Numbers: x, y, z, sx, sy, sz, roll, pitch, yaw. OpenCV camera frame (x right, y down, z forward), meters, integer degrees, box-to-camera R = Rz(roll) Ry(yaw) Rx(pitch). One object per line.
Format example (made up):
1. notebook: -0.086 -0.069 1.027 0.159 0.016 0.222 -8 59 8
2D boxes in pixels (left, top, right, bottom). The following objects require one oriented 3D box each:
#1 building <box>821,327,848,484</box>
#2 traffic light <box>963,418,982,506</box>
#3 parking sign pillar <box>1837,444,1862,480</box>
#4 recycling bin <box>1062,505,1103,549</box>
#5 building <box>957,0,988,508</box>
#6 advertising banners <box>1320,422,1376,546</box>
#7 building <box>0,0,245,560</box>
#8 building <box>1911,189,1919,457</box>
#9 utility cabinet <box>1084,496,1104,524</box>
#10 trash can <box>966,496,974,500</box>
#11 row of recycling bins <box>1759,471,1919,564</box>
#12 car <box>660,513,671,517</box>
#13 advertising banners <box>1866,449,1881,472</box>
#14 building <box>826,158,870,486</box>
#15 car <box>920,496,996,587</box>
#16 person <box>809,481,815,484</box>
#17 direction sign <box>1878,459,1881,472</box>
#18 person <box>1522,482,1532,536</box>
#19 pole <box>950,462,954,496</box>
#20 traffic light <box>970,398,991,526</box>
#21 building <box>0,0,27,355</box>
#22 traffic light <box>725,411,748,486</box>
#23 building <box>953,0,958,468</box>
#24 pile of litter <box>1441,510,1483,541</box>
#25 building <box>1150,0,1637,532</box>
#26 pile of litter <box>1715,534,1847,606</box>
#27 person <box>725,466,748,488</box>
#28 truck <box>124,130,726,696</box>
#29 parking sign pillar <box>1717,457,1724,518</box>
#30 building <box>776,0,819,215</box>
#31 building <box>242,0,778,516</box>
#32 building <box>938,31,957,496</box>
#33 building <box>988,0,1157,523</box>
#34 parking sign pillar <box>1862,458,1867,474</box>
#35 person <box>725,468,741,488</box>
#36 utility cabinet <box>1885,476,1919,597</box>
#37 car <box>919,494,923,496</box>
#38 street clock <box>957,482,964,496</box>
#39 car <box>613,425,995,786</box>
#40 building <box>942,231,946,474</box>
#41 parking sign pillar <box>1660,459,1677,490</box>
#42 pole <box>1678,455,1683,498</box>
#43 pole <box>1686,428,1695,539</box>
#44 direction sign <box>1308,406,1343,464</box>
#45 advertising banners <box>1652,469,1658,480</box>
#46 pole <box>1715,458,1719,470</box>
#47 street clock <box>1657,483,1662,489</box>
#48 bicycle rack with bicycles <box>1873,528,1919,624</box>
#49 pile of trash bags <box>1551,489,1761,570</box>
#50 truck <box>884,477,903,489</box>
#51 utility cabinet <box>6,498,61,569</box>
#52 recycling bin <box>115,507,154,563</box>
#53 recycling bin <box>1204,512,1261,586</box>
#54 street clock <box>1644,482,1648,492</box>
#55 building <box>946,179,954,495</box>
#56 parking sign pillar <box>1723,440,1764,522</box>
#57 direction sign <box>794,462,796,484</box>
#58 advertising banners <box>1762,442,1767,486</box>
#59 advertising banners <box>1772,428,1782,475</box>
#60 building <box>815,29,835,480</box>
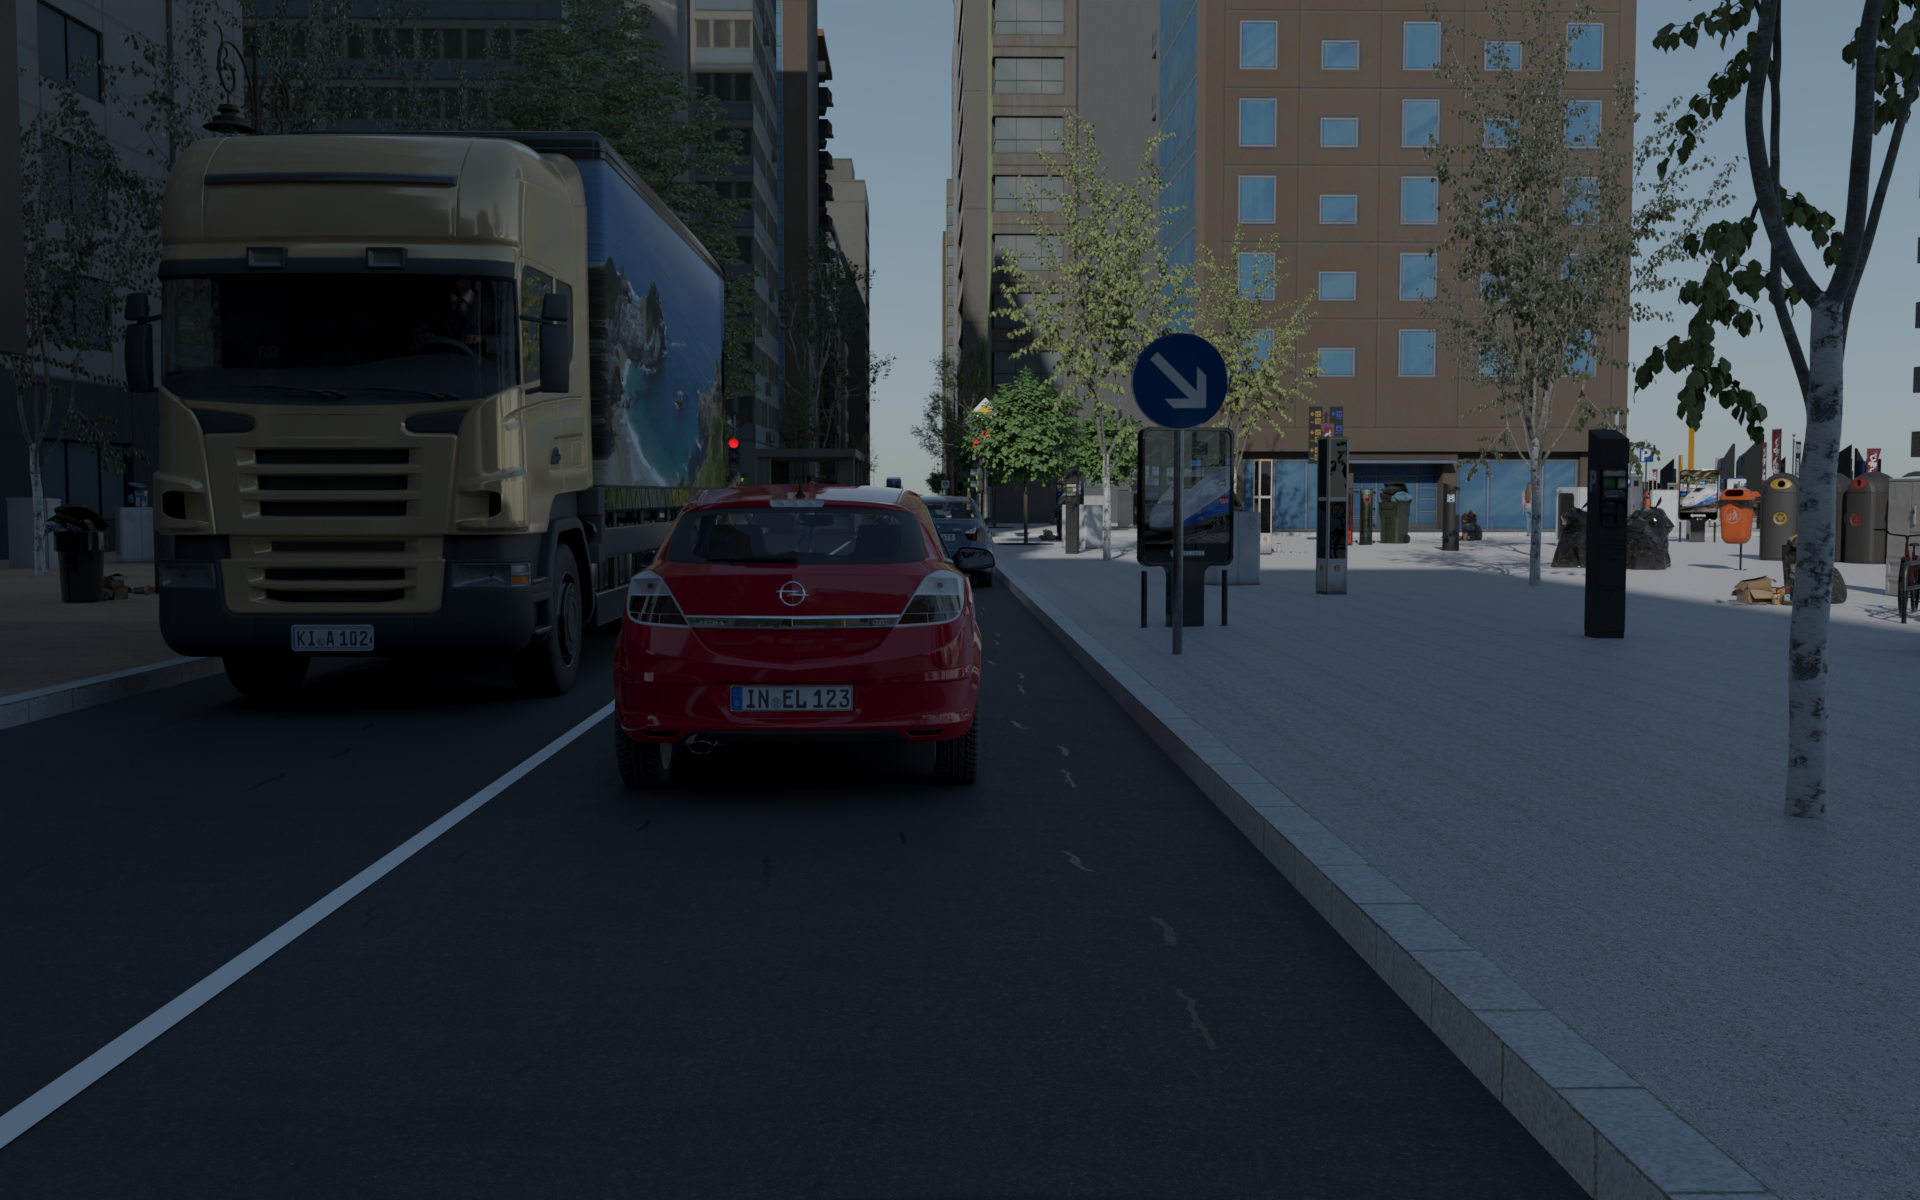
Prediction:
1. building: -26.725 -21.149 190.825 27.650 21.520 28.899 0 4 -1
2. traffic light: 0.531 -4.261 58.595 0.839 4.253 0.868 0 4 -1
3. parking sign pillar: 47.794 -6.464 94.159 1.447 3.967 1.447 -3 5 -42
4. recycling bin: 2.887 -1.730 40.843 0.722 1.027 0.722 3 5 40
5. building: 10.657 -32.065 147.957 21.300 48.544 21.600 0 4 -1
6. advertising banners: 9.600 -2.858 42.917 2.074 3.025 0.090 -3 4 -37
7. building: -28.998 -36.560 36.011 20.611 71.187 20.563 0 4 -1
8. building: 52.382 -27.286 69.835 21.600 48.544 21.300 0 4 -1
9. utility cabinet: 5.668 -3.826 73.721 1.020 1.237 0.306 0 4 4
10. trash can: 0.762 -6.472 117.468 0.748 1.137 0.748 0 3 0
11. row of recycling bins: 16.602 -1.545 32.372 1.069 1.692 3.534 -2 4 -29
12. car: -11.212 -2.564 54.282 4.827 1.381 2.083 0 4 -1
13. advertising banners: 34.009 -4.274 66.069 2.074 3.025 0.090 0 4 8
14. building: -24.139 -38.470 252.679 21.300 48.544 21.600 0 4 -1
15. car: -0.399 -0.980 28.028 2.014 1.417 4.499 0 4 -2
16. person: -3.674 -1.942 40.924 0.598 1.740 0.731 2 4 28
17. direction sign: 58.642 -7.294 111.251 0.876 3.537 0.379 2 4 35
18. person: 17.804 -2.782 53.996 0.555 1.821 0.388 2 4 32
19. pole: -0.506 -7.201 111.575 0.158 3.312 0.155 0 3 0
20. traffic light: 0.725 -3.773 50.612 0.839 4.253 0.868 0 4 -1
21. building: -16.240 -21.962 9.194 14.600 45.320 14.200 0 4 -1
22. traffic light: -7.577 -4.248 58.383 0.839 4.253 0.868 0 4 -1
23. building: 9.775 -39.862 193.749 21.231 58.520 28.212 0 4 -1
24. pile of litter: 13.809 -2.074 47.876 1.719 0.858 1.176 -3 5 -40
25. building: 14.982 -25.273 63.318 14.200 45.320 14.600 0 4 -1
26. pile of litter: 9.682 -0.395 20.419 1.719 0.858 1.176 0 4 -8
27. person: -3.734 -1.294 29.022 0.648 1.900 0.474 -3 5 -42
28. truck: -4.008 -1.638 15.701 2.839 4.237 11.283 0 4 -1
29. parking sign pillar: 40.631 -6.328 91.937 1.447 3.967 1.447 -3 5 -43
30. building: -18.728 -29.954 139.856 14.600 45.320 14.200 0 4 -1
31. building: -20.196 -23.112 69.764 32.217 40.220 23.993 0 4 -1
32. building: 6.887 -50.724 267.594 20.563 71.187 20.611 0 4 -1
33. building: 8.259 -24.350 81.709 14.154 41.232 14.086 0 4 -1
34. parking sign pillar: 52.862 -6.915 101.539 1.447 3.967 1.447 -3 5 -42
35. person: -2.967 -0.881 23.252 0.599 1.781 0.374 0 4 4
36. utility cabinet: 11.799 -0.769 21.256 0.318 1.500 1.173 0 4 3
37. car: -2.893 -5.939 107.324 2.015 1.641 3.980 0 4 -3
38. street clock: 0.040 -6.237 106.552 0.471 2.002 0.358 0 4 6
39. car: -0.844 -0.060 10.022 2.155 1.783 4.494 0 4 -2
40. building: 4.001 -38.874 285.691 14.600 45.320 14.200 0 4 -1
41. parking sign pillar: 54.278 -8.826 132.771 1.447 3.967 1.447 -1 4 -22
42. pole: 37.694 -5.922 90.675 0.158 3.312 0.155 0 3 0
43. pole: 20.714 -3.380 49.104 0.158 3.312 0.155 0 3 0
44. direction sign: 9.459 -3.232 44.847 0.876 3.537 0.379 0 4 3
45. advertising banners: 49.023 -7.621 120.792 2.074 3.025 0.090 -1 4 -21
46. pole: 43.029 -6.402 98.516 0.158 3.312 0.155 0 3 0
47. street clock: 44.631 -6.496 110.772 0.358 2.002 0.471 -3 5 -44
48. bicycle rack with bicycles: 10.382 -0.233 17.192 2.852 0.926 2.925 3 5 41
49. pile of trash bags: 11.950 -1.233 29.912 3.447 1.369 1.912 3 5 42
50. truck: -10.678 -17.804 280.851 2.967 4.110 18.799 0 4 -2
51. utility cabinet: -16.048 -1.155 30.049 1.020 1.237 0.306 2 4 25
52. recycling bin: -15.486 -1.229 32.655 0.722 1.027 0.722 -2 4 -32
53. recycling bin: 3.814 -0.740 24.652 0.722 1.027 0.722 -1 4 -14
54. street clock: 39.687 -5.851 100.226 0.358 2.002 0.471 1 4 9
55. building: 5.156 -33.230 226.905 14.154 41.232 14.086 0 4 -1
56. parking sign pillar: 36.508 -5.599 80.021 1.447 3.967 1.447 -2 4 -28
57. direction sign: -8.396 -5.889 88.281 0.379 3.537 0.876 -1 4 -11
58. advertising banners: 27.546 -3.836 58.904 0.090 3.025 2.074 3 5 40
59. advertising banners: 21.866 -3.024 45.627 0.090 3.025 2.074 0 4 -1
60. building: -23.128 -30.993 161.364 22.147 44.769 28.867 0 4 -1
